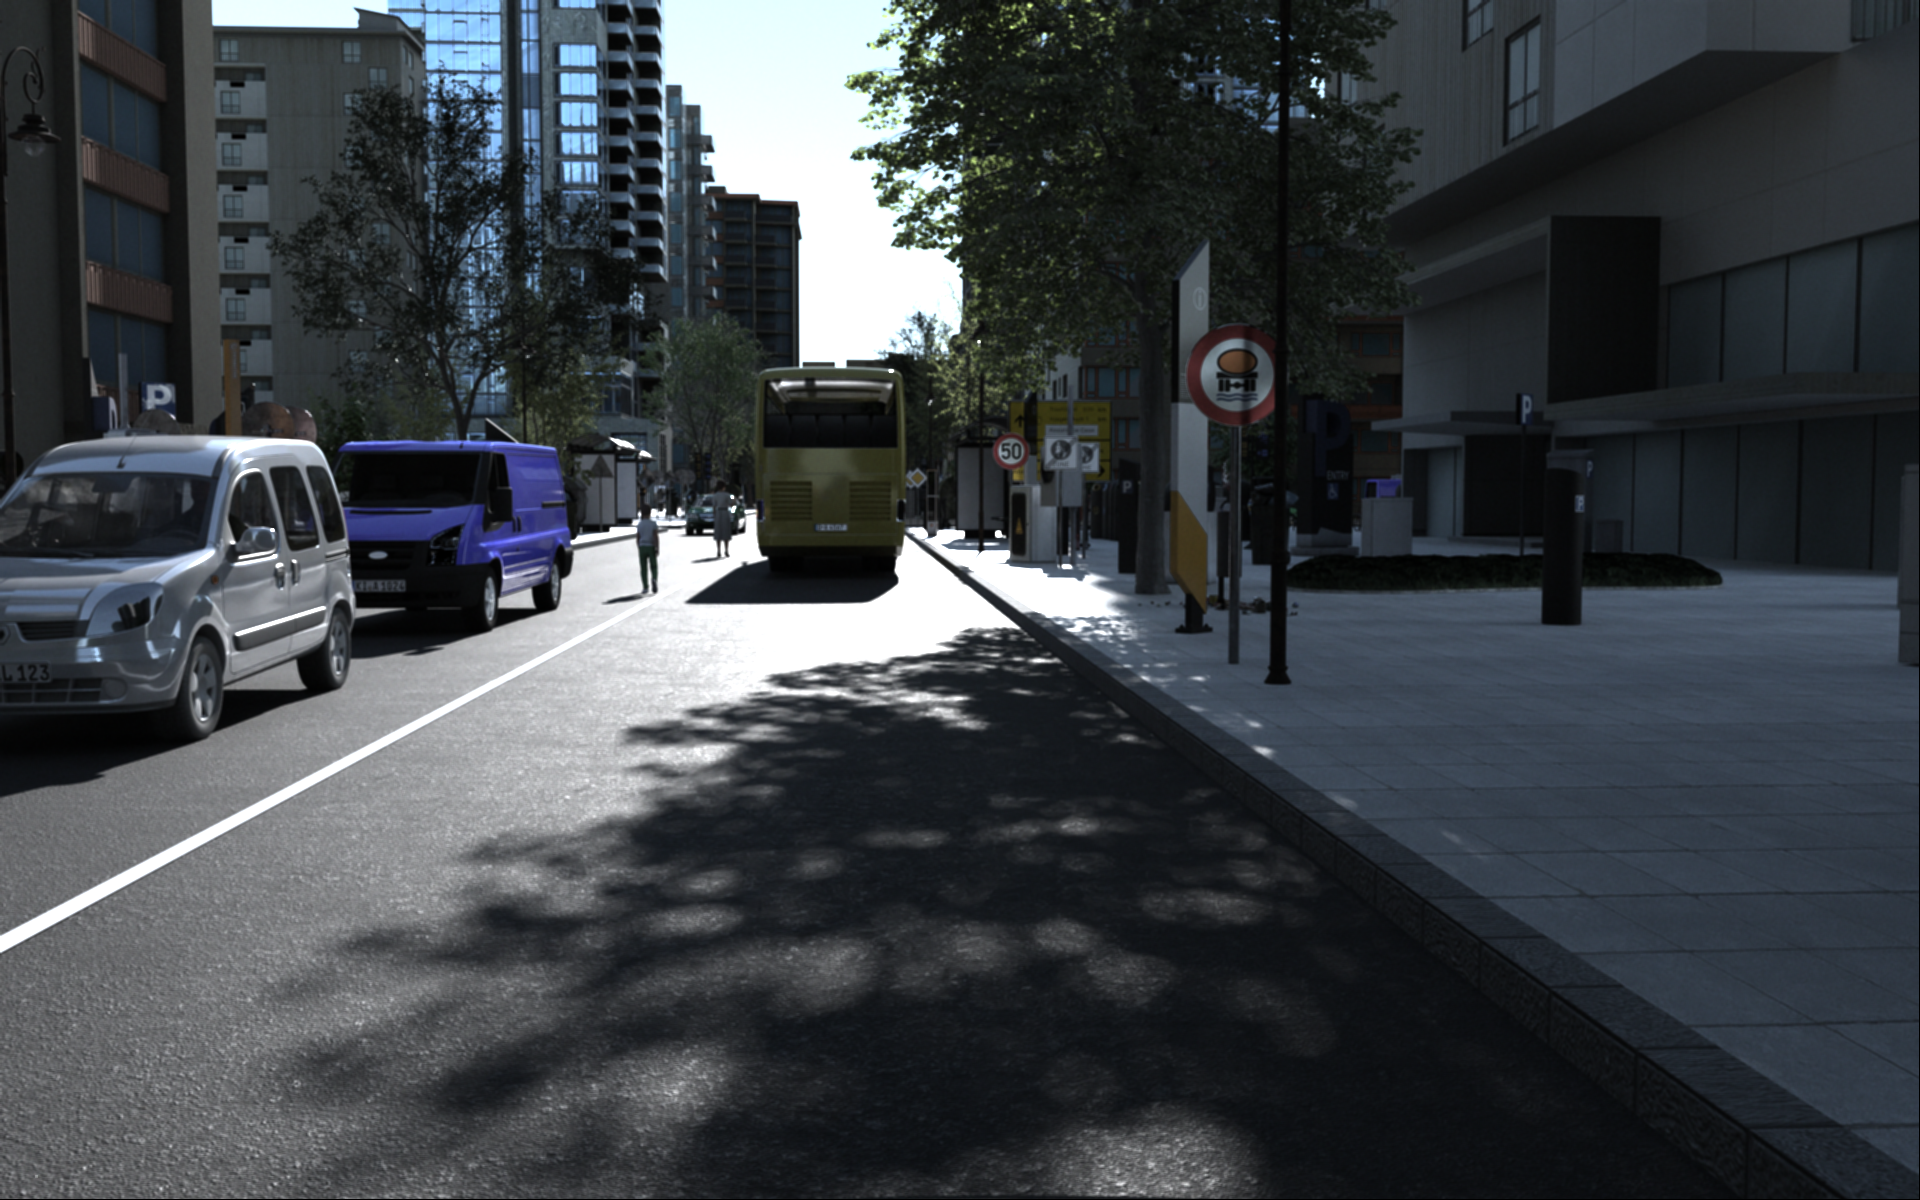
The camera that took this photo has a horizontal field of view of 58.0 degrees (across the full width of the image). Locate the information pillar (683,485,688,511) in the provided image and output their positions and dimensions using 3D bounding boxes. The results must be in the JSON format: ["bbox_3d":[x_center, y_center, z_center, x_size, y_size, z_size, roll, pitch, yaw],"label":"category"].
[{"bbox_3d":[-21.139,-7.870,133.171,0.304,2.012,0.304,-2,4,-31],"label":"information pillar"}]

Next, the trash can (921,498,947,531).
[{"bbox_3d":[-0.958,-2.923,59.444,0.748,1.137,0.748,0,3,0],"label":"trash can"}]

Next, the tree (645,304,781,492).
[{"bbox_3d":[-15.372,-12.301,111.483,12.009,13.543,11.850,0,3,0],"label":"tree"}]

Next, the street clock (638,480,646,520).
[{"bbox_3d":[-14.837,-4.672,80.961,0.471,2.002,0.358,-1,4,-14],"label":"street clock"}]

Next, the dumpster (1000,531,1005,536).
[{"bbox_3d":[0.880,-2.818,51.826,1.264,1.857,1.865,0,4,-3],"label":"dumpster"}]

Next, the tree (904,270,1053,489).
[{"bbox_3d":[0.630,-6.446,55.751,4.360,8.622,3.978,0,3,0],"label":"tree"}]

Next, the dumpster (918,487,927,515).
[{"bbox_3d":[-1.955,-6.121,105.832,1.264,1.857,1.865,0,4,-3],"label":"dumpster"}]

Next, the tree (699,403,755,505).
[{"bbox_3d":[-17.220,-10.827,127.380,4.360,8.622,3.978,0,3,0],"label":"tree"}]

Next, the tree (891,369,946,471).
[{"bbox_3d":[-4.739,-13.090,139.782,9.928,11.665,9.643,0,3,0],"label":"tree"}]

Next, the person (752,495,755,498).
[{"bbox_3d":[-27.551,-13.413,227.880,0.705,1.814,1.350,3,4,37],"label":"person"}]

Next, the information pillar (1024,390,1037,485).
[{"bbox_3d":[1.508,-2.784,36.870,0.183,3.616,0.504,2,4,29],"label":"information pillar"}]

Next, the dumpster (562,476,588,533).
[{"bbox_3d":[-13.009,-3.133,56.985,1.264,1.857,1.865,0,4,-4],"label":"dumpster"}]

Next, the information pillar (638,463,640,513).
[{"bbox_3d":[-22.142,-7.817,119.161,0.183,3.616,0.504,-1,4,-13],"label":"information pillar"}]

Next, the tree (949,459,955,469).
[{"bbox_3d":[0.729,-8.876,128.833,4.285,4.588,4.351,0,3,0],"label":"tree"}]

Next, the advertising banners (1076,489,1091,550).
[{"bbox_3d":[2.683,-2.653,39.556,0.090,3.025,2.074,1,4,19],"label":"advertising banners"}]

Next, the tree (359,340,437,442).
[{"bbox_3d":[-23.873,-7.814,78.128,4.737,8.622,4.395,0,3,0],"label":"tree"}]

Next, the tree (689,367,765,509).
[{"bbox_3d":[-18.588,-14.404,152.507,9.611,12.733,9.660,0,3,0],"label":"tree"}]

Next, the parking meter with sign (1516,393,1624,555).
[{"bbox_3d":[10.431,-2.039,29.605,1.738,3.016,0.543,3,5,40],"label":"parking meter with sign"}]

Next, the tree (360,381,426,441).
[{"bbox_3d":[-36.327,-9.653,108.192,4.360,8.622,3.978,0,3,0],"label":"tree"}]

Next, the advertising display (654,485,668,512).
[{"bbox_3d":[-21.437,-7.274,124.137,0.974,1.923,0.123,0,4,-7],"label":"advertising display"}]

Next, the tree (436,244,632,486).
[{"bbox_3d":[-12.084,-6.145,50.839,4.737,8.622,4.395,0,3,0],"label":"tree"}]

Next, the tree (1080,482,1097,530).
[{"bbox_3d":[4.435,-4.146,62.380,1.663,3.219,1.824,0,3,0],"label":"tree"}]

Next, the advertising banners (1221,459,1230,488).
[{"bbox_3d":[12.007,-4.795,74.590,0.090,3.025,2.074,-3,5,-42],"label":"advertising banners"}]

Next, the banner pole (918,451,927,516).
[{"bbox_3d":[-2.218,-6.803,101.250,0.863,3.779,0.401,-3,5,-44],"label":"banner pole"}]

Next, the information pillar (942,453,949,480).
[{"bbox_3d":[-0.828,-6.565,98.691,0.183,3.616,0.504,-3,5,-39],"label":"information pillar"}]

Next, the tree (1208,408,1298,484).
[{"bbox_3d":[9.757,-4.397,55.608,4.285,4.588,4.351,0,3,0],"label":"tree"}]

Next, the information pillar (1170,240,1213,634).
[{"bbox_3d":[2.115,-1.501,15.895,0.183,3.616,0.504,3,5,42],"label":"information pillar"}]

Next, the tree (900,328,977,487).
[{"bbox_3d":[-0.947,-7.698,76.219,4.737,8.622,4.395,0,3,0],"label":"tree"}]

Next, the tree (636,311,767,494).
[{"bbox_3d":[-14.651,-10.624,99.453,9.928,11.665,9.643,0,3,0],"label":"tree"}]

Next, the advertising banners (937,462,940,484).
[{"bbox_3d":[-1.006,-5.891,92.509,0.090,3.025,2.074,-1,4,-10],"label":"advertising banners"}]

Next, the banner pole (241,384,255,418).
[{"bbox_3d":[-16.148,-3.005,39.150,0.401,3.779,0.863,2,4,28],"label":"banner pole"}]

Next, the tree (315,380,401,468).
[{"bbox_3d":[-10.290,-2.136,29.526,1.663,3.219,1.824,0,3,0],"label":"tree"}]

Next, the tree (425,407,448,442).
[{"bbox_3d":[-43.123,-11.506,138.477,4.360,8.622,3.978,0,3,0],"label":"tree"}]

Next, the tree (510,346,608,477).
[{"bbox_3d":[-19.258,-8.179,84.089,4.360,8.622,3.978,0,3,0],"label":"tree"}]

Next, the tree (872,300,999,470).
[{"bbox_3d":[-1.539,-9.154,84.074,7.601,10.594,8.767,-1,4,-22],"label":"tree"}]

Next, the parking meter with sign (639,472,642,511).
[{"bbox_3d":[-25.049,-8.447,134.375,0.543,3.016,1.738,2,4,25],"label":"parking meter with sign"}]

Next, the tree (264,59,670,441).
[{"bbox_3d":[-10.433,-6.259,36.754,8.767,10.594,7.601,-1,4,-14],"label":"tree"}]

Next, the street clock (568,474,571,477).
[{"bbox_3d":[-14.080,-3.570,62.936,0.358,2.002,0.471,0,4,0],"label":"street clock"}]

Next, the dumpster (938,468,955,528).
[{"bbox_3d":[-0.079,-3.839,65.259,1.502,2.255,1.985,0,4,-4],"label":"dumpster"}]

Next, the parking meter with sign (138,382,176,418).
[{"bbox_3d":[-13.200,-1.921,27.671,1.738,3.016,0.543,3,4,38],"label":"parking meter with sign"}]

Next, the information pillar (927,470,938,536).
[{"bbox_3d":[-0.837,-2.942,52.587,0.304,2.012,0.304,1,4,11],"label":"information pillar"}]

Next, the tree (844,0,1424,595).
[{"bbox_3d":[2.042,-6.351,21.970,7.486,12.596,7.792,0,3,0],"label":"tree"}]

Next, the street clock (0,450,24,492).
[{"bbox_3d":[-15.655,-1.463,28.491,0.358,2.002,0.471,1,4,19],"label":"street clock"}]

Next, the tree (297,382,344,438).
[{"bbox_3d":[-42.251,-9.949,113.022,4.737,8.622,4.395,0,3,0],"label":"tree"}]

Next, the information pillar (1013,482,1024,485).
[{"bbox_3d":[1.528,-2.440,44.380,0.304,2.012,0.304,2,4,35],"label":"information pillar"}]

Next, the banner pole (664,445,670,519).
[{"bbox_3d":[-15.080,-6.049,88.912,0.401,3.779,0.863,0,4,-7],"label":"banner pole"}]
